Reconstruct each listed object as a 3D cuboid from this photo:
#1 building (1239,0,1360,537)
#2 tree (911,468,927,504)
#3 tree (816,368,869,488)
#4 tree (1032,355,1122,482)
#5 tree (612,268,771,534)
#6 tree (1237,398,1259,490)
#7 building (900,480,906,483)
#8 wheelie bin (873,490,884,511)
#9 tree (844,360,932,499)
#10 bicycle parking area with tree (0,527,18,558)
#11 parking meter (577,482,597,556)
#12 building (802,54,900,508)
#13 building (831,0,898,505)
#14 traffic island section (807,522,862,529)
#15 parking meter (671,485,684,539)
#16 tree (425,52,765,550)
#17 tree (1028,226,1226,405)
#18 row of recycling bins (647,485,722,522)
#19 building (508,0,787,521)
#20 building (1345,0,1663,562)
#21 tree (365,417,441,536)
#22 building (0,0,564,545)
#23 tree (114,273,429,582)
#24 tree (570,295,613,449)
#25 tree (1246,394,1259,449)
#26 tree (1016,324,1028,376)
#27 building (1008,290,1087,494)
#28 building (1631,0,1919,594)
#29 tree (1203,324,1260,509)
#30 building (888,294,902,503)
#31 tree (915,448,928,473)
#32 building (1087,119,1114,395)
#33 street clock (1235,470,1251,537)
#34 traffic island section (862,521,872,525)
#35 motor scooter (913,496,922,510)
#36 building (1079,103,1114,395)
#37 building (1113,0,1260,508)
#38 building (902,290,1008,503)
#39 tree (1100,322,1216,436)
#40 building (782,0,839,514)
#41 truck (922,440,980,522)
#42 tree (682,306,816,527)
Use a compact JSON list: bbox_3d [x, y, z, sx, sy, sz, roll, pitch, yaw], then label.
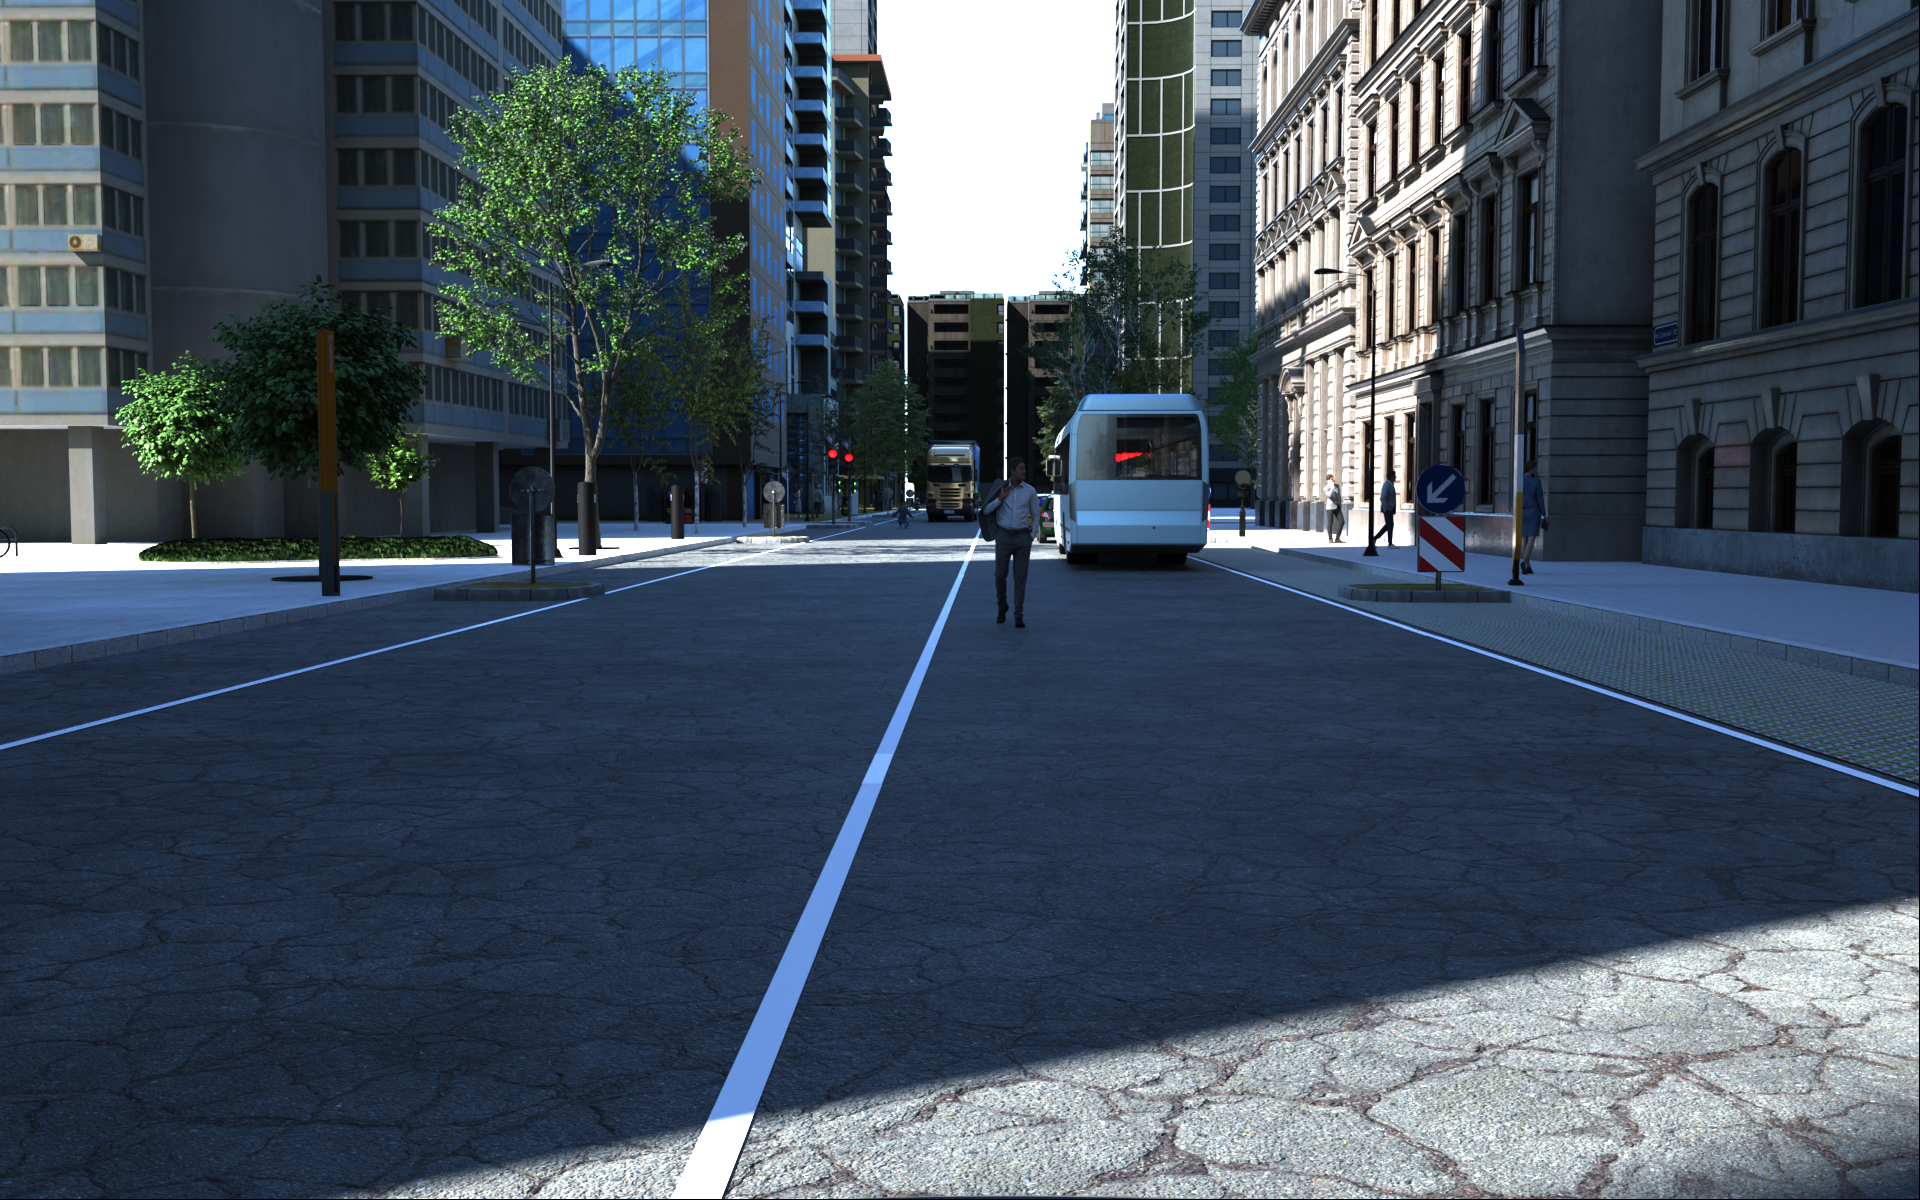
[{"bbox_3d":[16.635,-14.176,60.662,11.050,23.489,19.941,0,4,1],"label":"building"},{"bbox_3d":[-4.665,-14.296,217.456,4.285,4.588,4.351,0,3,0],"label":"tree"},{"bbox_3d":[-7.466,-9.267,101.876,4.360,8.622,3.978,0,3,0],"label":"tree"},{"bbox_3d":[11.542,-15.477,159.703,9.857,13.997,8.962,0,3,0],"label":"tree"},{"bbox_3d":[-8.251,-6.444,55.716,4.737,8.622,4.395,0,3,0],"label":"tree"},{"bbox_3d":[17.214,-8.764,93.650,4.360,8.622,3.978,0,3,0],"label":"tree"},{"bbox_3d":[-21.836,-34.544,219.414,28.867,44.769,22.147,0,4,1],"label":"building"},{"bbox_3d":[-6.071,-7.516,130.787,0.980,1.594,0.693,-1,4,-18],"label":"wheelie bin"},{"bbox_3d":[-5.865,-13.993,146.914,7.486,12.596,7.792,0,3,0],"label":"tree"},{"bbox_3d":[-21.591,-2.712,31.348,9.016,4.147,8.231,0,4,-2],"label":"bicycle parking area with tree"},{"bbox_3d":[-7.789,-1.698,36.171,0.372,1.533,0.369,0,3,0],"label":"parking meter"},{"bbox_3d":[-18.082,-31.565,170.711,22.147,44.769,28.867,0,4,1],"label":"building"},{"bbox_3d":[-17.533,-46.259,194.591,20.563,71.187,20.611,0,4,1],"label":"building"},{"bbox_3d":[-5.377,-3.132,73.485,2.009,0.180,2.903,0,4,1],"label":"traffic island section"},{"bbox_3d":[-8.044,-2.501,49.310,0.372,1.533,0.369,0,3,0],"label":"parking meter"},{"bbox_3d":[-8.462,-6.993,40.093,9.928,11.665,9.643,0,3,0],"label":"tree"},{"bbox_3d":[12.164,-16.180,120.438,12.611,20.169,13.585,0,3,0],"label":"tree"},{"bbox_3d":[-12.886,-4.518,80.979,3.534,1.692,1.069,0,4,1],"label":"row of recycling bins"},{"bbox_3d":[-16.768,-26.849,89.099,14.600,45.320,14.200,0,4,1],"label":"building"},{"bbox_3d":[15.946,-10.801,41.229,10.561,19.102,19.286,0,4,1],"label":"building"},{"bbox_3d":[-13.784,-2.917,42.291,1.663,3.219,1.824,0,3,0],"label":"tree"},{"bbox_3d":[-26.516,-22.411,58.295,23.993,40.220,32.217,0,4,1],"label":"building"},{"bbox_3d":[-9.633,-2.576,25.836,4.285,4.588,4.351,0,3,0],"label":"tree"},{"bbox_3d":[-11.409,-6.737,60.507,4.737,8.622,4.395,0,3,0],"label":"tree"},{"bbox_3d":[17.518,-9.216,85.086,7.601,10.594,8.767,1,4,15],"label":"tree"},{"bbox_3d":[9.595,-17.638,144.262,12.611,20.169,13.585,0,3,0],"label":"tree"},{"bbox_3d":[13.601,-29.207,249.228,14.107,30.474,14.160,0,4,1],"label":"building"},{"bbox_3d":[17.337,-11.926,14.071,14.460,24.649,34.723,0,4,1],"label":"building"},{"bbox_3d":[18.596,-10.953,104.842,9.928,11.665,9.643,0,3,0],"label":"tree"},{"bbox_3d":[-15.116,-29.221,249.471,14.107,30.474,14.160,0,4,1],"label":"building"},{"bbox_3d":[-4.276,-17.216,231.837,4.737,8.622,4.395,0,3,0],"label":"tree"},{"bbox_3d":[21.029,-31.095,191.991,14.154,41.232,14.086,0,4,1],"label":"building"},{"bbox_3d":[8.479,-2.898,51.955,0.471,2.002,0.358,0,4,6],"label":"street clock"},{"bbox_3d":[-5.214,-3.620,81.468,2.009,0.180,2.903,0,4,1],"label":"traffic island section"},{"bbox_3d":[-3.443,-7.697,138.623,0.815,1.314,1.986,0,4,-1],"label":"motor scooter"},{"bbox_3d":[26.213,-36.365,214.174,23.786,49.044,30.456,0,4,1],"label":"building"},{"bbox_3d":[24.136,-44.962,173.376,20.563,71.187,20.611,0,4,1],"label":"building"},{"bbox_3d":[-0.519,-29.177,248.748,14.107,30.474,14.160,0,4,1],"label":"building"},{"bbox_3d":[10.367,-9.811,94.827,7.601,10.594,8.767,-1,4,-11],"label":"tree"},{"bbox_3d":[-19.593,-49.663,124.656,22.319,86.520,31.000,0,4,1],"label":"building"},{"bbox_3d":[-0.329,-6.335,92.487,2.839,4.237,11.283,0,4,2],"label":"truck"},{"bbox_3d":[-8.466,-7.135,67.012,4.360,8.622,3.978,0,3,0],"label":"tree"}]
